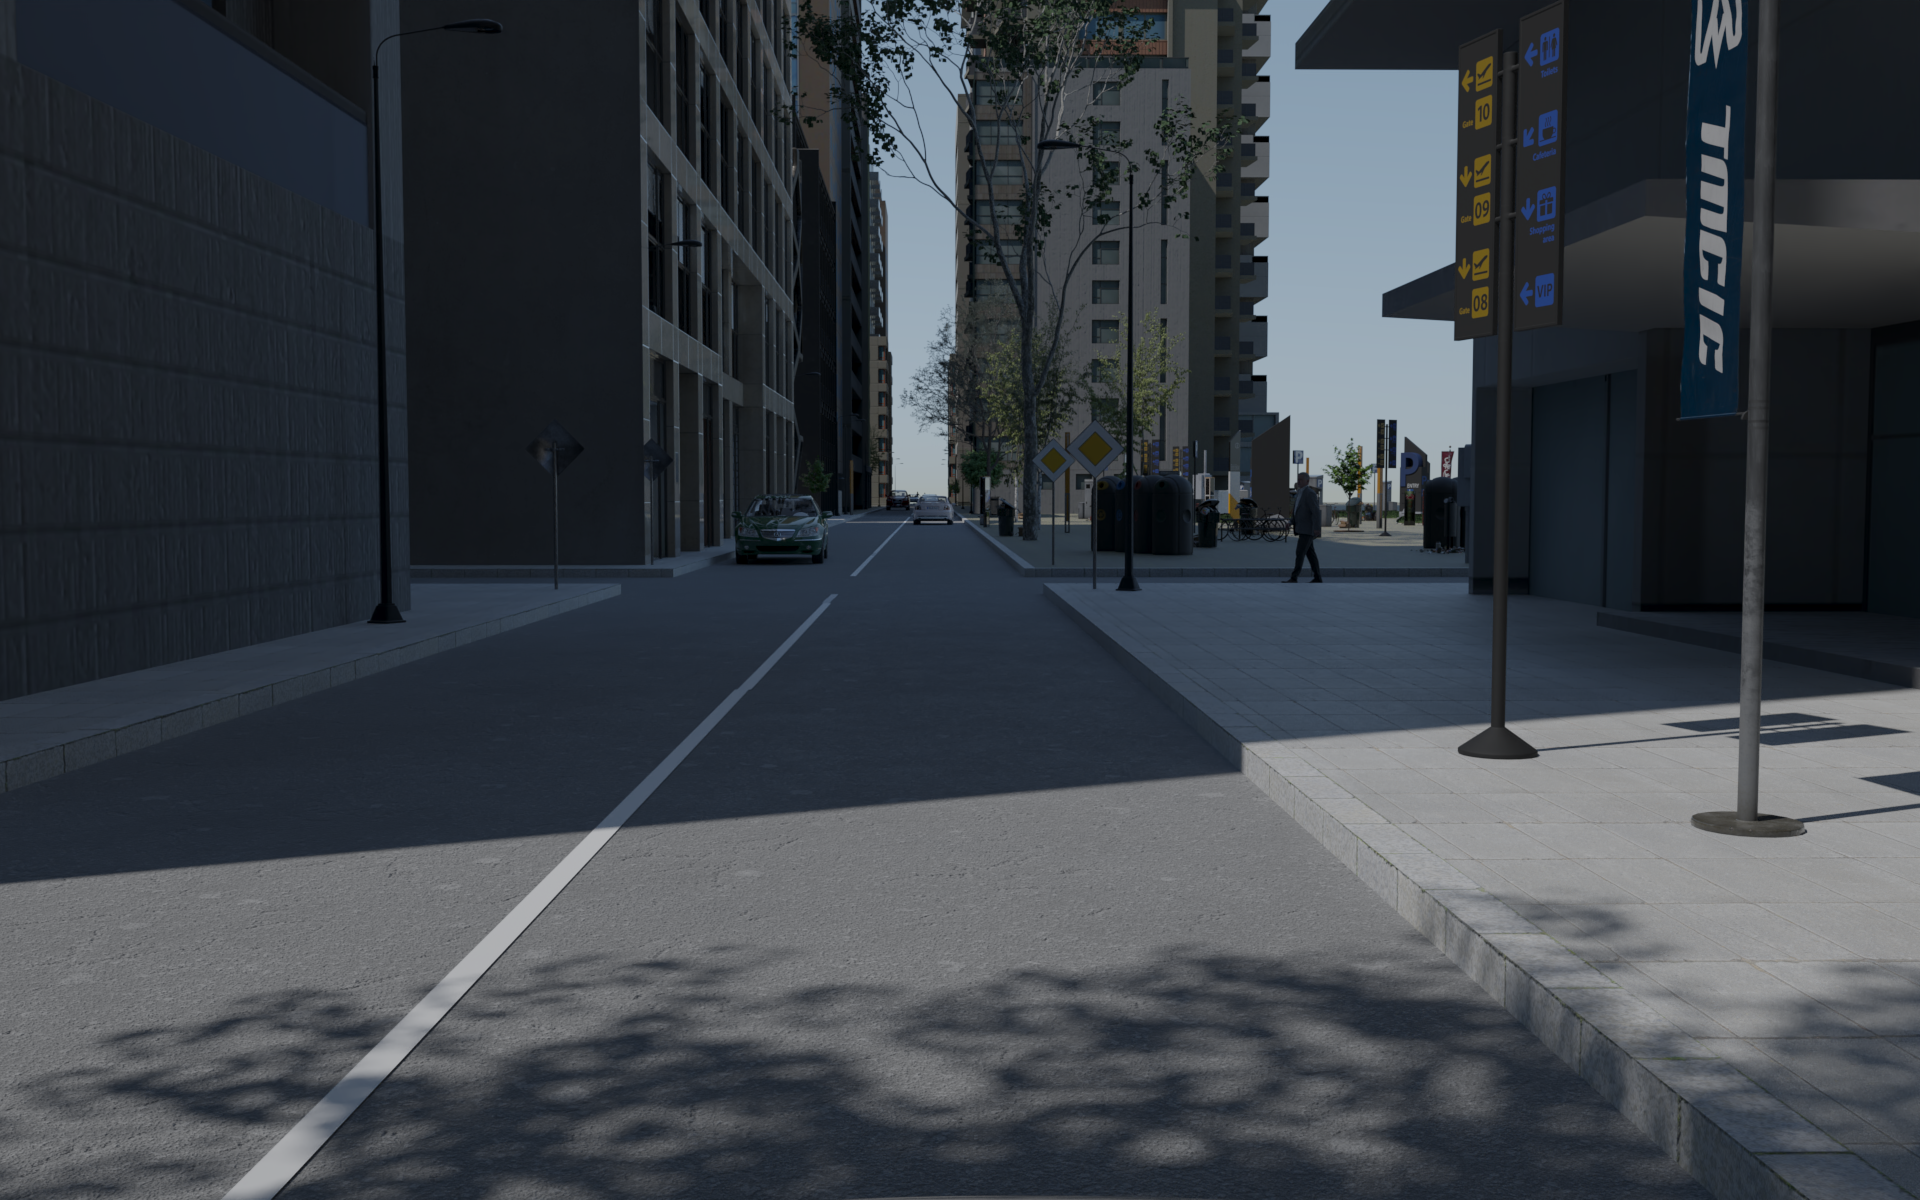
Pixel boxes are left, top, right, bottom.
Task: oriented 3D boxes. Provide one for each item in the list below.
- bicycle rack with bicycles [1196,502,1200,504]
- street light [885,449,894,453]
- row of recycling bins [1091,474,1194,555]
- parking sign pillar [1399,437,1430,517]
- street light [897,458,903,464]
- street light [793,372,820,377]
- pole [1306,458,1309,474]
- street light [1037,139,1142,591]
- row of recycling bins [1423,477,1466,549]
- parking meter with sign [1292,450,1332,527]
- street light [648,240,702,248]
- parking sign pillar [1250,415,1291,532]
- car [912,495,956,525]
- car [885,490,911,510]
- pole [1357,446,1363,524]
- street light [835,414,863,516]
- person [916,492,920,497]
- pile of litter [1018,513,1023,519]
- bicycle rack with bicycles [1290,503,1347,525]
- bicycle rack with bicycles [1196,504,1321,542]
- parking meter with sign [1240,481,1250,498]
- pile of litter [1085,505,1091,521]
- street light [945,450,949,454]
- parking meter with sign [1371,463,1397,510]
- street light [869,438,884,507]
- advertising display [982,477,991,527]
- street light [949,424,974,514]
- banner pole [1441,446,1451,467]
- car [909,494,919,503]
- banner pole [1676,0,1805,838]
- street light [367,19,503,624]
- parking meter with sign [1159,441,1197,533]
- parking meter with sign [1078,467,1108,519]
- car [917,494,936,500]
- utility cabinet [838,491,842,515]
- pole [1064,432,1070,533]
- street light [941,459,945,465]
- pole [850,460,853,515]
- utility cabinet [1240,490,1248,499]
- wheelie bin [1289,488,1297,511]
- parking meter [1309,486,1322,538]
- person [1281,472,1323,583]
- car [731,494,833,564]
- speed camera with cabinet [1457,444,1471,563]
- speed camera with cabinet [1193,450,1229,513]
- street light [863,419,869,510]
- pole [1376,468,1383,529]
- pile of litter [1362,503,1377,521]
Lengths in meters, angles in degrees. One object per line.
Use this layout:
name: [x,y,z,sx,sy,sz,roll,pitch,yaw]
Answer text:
bicycle rack with bicycles: [13.288,-5.087,96.546,2.925,0.926,2.852,0,4,-7]
street light: [-7.746,-12.536,177.496,1.470,5.913,1.316,0,4,-1]
row of recycling bins: [3.967,-1.877,37.810,1.069,1.692,3.534,-2,4,-24]
parking sign pillar: [21.107,-5.636,80.614,1.447,3.967,1.447,-2,4,-34]
street light: [-8.493,-15.469,225.458,1.470,5.913,1.316,0,4,-1]
street light: [-6.028,-5.730,66.219,1.470,5.913,1.316,0,4,-1]
pole: [19.368,-6.283,96.577,0.158,3.312,0.155,0,3,0]
street light: [1.706,-3.078,22.872,1.470,5.913,1.316,0,4,-1]
row of recycling bins: [12.251,-2.129,41.918,1.069,1.692,3.534,3,4,38]
parking meter with sign: [13.917,-4.401,68.221,0.543,3.016,1.738,-3,4,-36]
street light: [-5.406,-3.624,31.789,1.470,5.913,1.316,0,4,-1]
parking sign pillar: [10.579,-4.320,59.102,1.447,3.967,1.447,0,4,3]
car: [-1.245,-4.253,81.891,2.083,1.381,4.827,0,4,0]
car: [-5.466,-8.835,153.117,2.281,1.827,5.304,0,4,0]
pole: [16.975,-4.874,73.533,0.158,3.312,0.155,0,3,0]
street light: [-6.572,-7.828,100.526,1.470,5.913,1.316,0,4,-1]
person: [-6.500,-15.634,264.133,1.348,1.822,0.705,-2,4,-35]
pile of litter: [3.343,-4.605,89.255,1.719,0.858,1.176,-2,4,-34]
bicycle rack with bicycles: [14.901,-3.578,71.879,2.852,0.926,2.925,-1,4,-14]
bicycle rack with bicycles: [8.127,-2.071,47.243,2.925,0.926,2.852,2,4,26]
parking meter with sign: [17.139,-6.564,103.580,1.738,3.016,0.543,-2,4,-29]
pile of litter: [6.678,-4.234,83.198,1.176,0.858,1.719,-1,4,-17]
street light: [-0.292,-10.742,148.174,1.470,5.913,1.316,0,4,-1]
parking meter with sign: [24.043,-6.223,98.012,0.543,3.016,1.738,-2,4,-30]
street light: [-7.233,-10.417,142.854,1.470,5.913,1.316,0,4,-1]
advertising display: [1.023,-3.775,66.932,0.123,1.923,0.974,1,4,13]
street light: [0.200,-8.644,113.867,1.470,5.913,1.316,0,4,-1]
banner pole: [25.186,-6.096,89.692,0.401,3.779,0.863,-2,4,-28]
car: [-7.118,-15.209,260.668,2.014,1.417,4.499,0,4,-2]
banner pole: [3.012,-1.025,6.771,0.401,3.779,0.863,0,4,-3]
street light: [-5.177,-2.725,17.099,1.470,5.913,1.316,0,4,-1]
parking meter with sign: [6.888,-3.709,56.904,1.738,3.016,0.543,1,4,14]
parking meter with sign: [6.766,-5.656,88.742,0.543,3.016,1.738,-3,5,-41]
car: [-2.415,-7.848,138.101,2.009,1.686,4.222,0,4,-1]
utility cabinet: [-7.490,-5.880,104.819,0.318,1.500,1.173,-2,4,-26]
pole: [3.540,-3.870,57.114,0.158,3.312,0.155,0,3,0]
street light: [-0.981,-12.856,182.735,1.470,5.913,1.316,0,4,-1]
pole: [-6.572,-6.794,104.922,0.158,3.312,0.155,0,3,0]
utility cabinet: [15.729,-5.478,98.237,1.173,1.500,0.318,-1,4,-11]
wheelie bin: [16.689,-4.864,87.431,0.980,1.594,0.693,-2,4,-25]
parking meter: [10.431,-2.595,50.845,0.372,1.533,0.369,0,3,0]
person: [5.320,-1.110,27.042,0.834,1.777,0.661,-1,4,-22]
car: [-3.784,-1.551,37.163,2.131,1.459,4.920,0,4,-3]
speed camera with cabinet: [10.145,-2.279,31.592,2.038,3.252,0.660,3,5,43]
speed camera with cabinet: [11.498,-5.171,78.884,2.038,3.252,0.660,-3,5,-39]
street light: [-6.559,-8.260,107.594,1.470,5.913,1.316,0,4,-1]
pole: [15.579,-4.306,64.244,0.158,3.312,0.155,0,3,0]
pile of litter: [19.349,-4.201,82.650,1.719,0.858,1.176,0,4,0]
